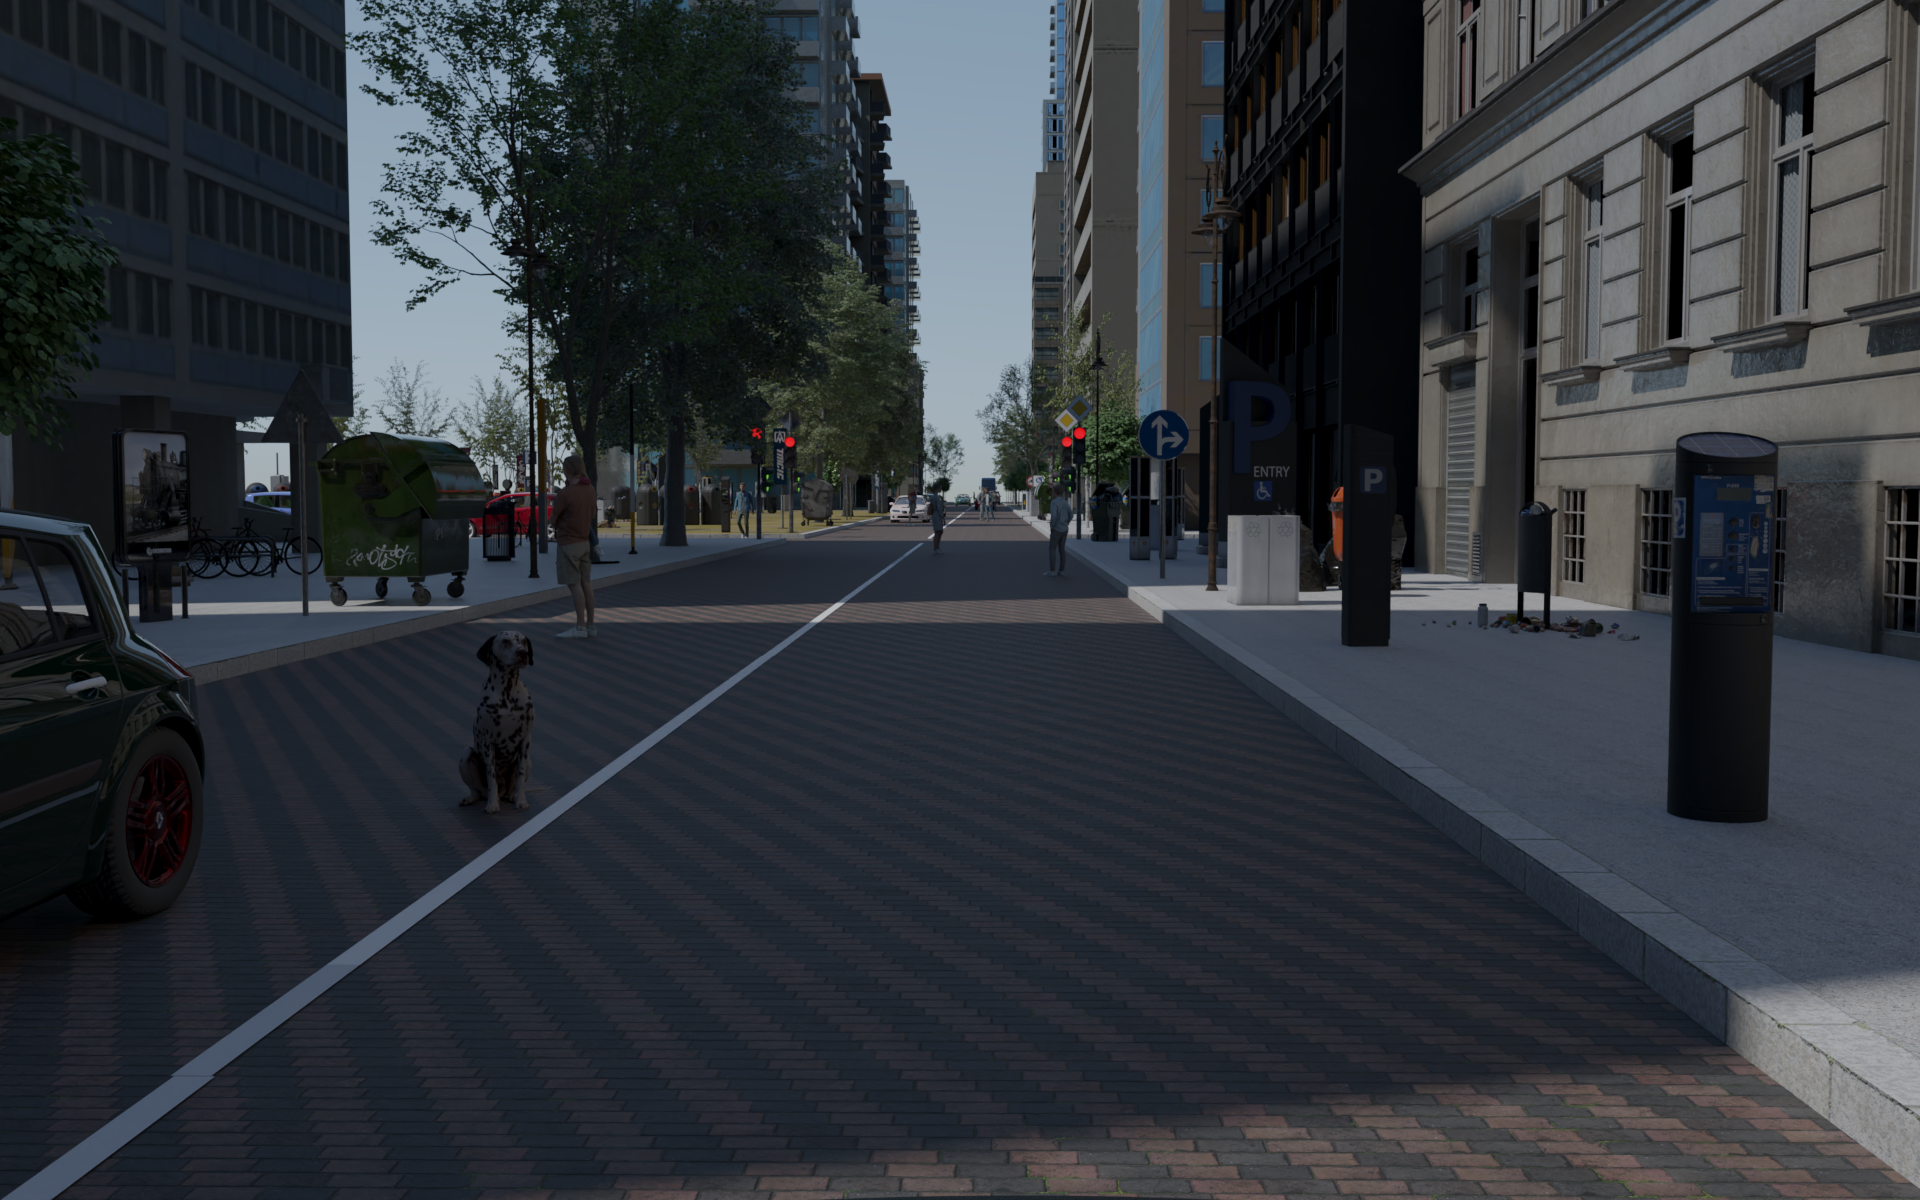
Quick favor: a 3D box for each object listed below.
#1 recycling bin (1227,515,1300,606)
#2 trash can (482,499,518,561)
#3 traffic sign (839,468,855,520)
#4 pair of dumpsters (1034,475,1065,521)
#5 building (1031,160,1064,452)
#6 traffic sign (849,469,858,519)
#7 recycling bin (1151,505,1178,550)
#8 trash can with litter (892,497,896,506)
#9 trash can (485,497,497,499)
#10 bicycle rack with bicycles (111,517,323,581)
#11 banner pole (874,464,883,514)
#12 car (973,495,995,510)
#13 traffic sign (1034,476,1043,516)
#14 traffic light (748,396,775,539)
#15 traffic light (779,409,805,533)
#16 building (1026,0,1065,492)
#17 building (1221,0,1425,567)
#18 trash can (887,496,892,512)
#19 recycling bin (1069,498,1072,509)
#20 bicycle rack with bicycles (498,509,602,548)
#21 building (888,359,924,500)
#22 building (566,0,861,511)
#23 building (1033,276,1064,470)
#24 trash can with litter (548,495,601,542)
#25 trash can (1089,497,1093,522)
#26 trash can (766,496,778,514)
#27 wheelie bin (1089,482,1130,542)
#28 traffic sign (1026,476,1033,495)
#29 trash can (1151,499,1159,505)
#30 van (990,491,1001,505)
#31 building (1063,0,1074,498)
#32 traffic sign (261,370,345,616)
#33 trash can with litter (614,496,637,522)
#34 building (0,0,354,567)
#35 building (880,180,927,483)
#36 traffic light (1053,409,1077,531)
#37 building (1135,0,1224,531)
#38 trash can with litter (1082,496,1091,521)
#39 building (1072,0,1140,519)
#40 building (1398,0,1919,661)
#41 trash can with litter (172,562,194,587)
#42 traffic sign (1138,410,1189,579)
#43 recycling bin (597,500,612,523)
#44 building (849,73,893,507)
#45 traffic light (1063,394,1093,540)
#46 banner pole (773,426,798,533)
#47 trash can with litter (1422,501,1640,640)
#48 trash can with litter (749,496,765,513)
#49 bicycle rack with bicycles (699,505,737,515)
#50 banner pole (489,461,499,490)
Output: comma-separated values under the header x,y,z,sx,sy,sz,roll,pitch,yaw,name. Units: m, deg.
x,y,z,sx,sy,sz,roll,pitch,yaw,name
3.538,-0.469,20.224,0.722,1.027,0.722,0,4,-1,recycling bin
-8.831,-1.315,33.156,0.748,1.137,0.748,0,3,0,trash can
-5.541,-5.182,84.834,0.768,2.556,0.104,0,4,8,traffic sign
4.465,-5.018,84.537,1.574,2.255,4.437,0,4,1,pair of dumpsters
21.129,-38.122,246.992,21.300,48.544,21.600,0,4,1,building
-5.599,-5.420,88.726,0.768,2.556,0.104,0,4,8,traffic sign
4.560,-1.667,39.816,0.722,1.027,0.722,2,4,28,recycling bin
-4.666,-6.934,124.754,1.055,1.170,0.624,0,4,2,trash can with litter
-20.323,-3.847,74.544,0.748,1.137,0.748,0,3,0,trash can
-11.491,-0.835,27.028,2.925,0.926,2.852,-1,4,-19,bicycle rack with bicycles
-5.123,-7.318,109.671,0.863,3.779,0.401,2,4,32,banner pole
2.259,-9.009,156.339,2.155,1.783,4.494,0,4,2,car
4.436,-5.818,97.258,0.606,2.300,0.079,1,4,10,traffic sign
-5.674,-3.671,48.938,0.839,4.253,0.868,0,4,1,traffic light
-5.538,-4.159,56.921,0.839,4.253,0.868,0,4,1,traffic light
21.810,-58.725,272.820,22.319,86.520,31.000,0,4,1,building
12.914,-12.703,37.369,12.332,23.373,15.834,0,4,1,building
-5.179,-6.838,123.456,0.748,1.137,0.748,0,3,0,trash can
7.102,-6.248,114.712,0.722,1.027,0.722,2,4,30,recycling bin
-9.869,-1.751,42.016,2.852,0.926,2.925,0,4,4,bicycle rack with bicycles
-19.184,-23.819,234.475,27.650,21.520,28.899,0,4,1,building
-20.087,-32.293,147.604,23.786,49.044,30.456,0,4,1,building
16.678,-28.018,229.797,14.160,30.474,14.107,0,4,1,building
-10.624,-2.175,46.616,1.678,1.210,2.233,0,4,1,trash can with litter
6.259,-4.115,78.930,0.748,1.137,0.748,0,3,0,trash can
-12.384,-6.266,114.096,0.748,1.137,0.748,0,3,0,trash can
3.973,-2.377,46.770,0.980,1.594,0.693,-3,5,-45,wheelie bin
4.996,-7.370,120.597,0.768,2.556,0.104,1,4,11,traffic sign
5.183,-2.234,48.172,0.748,1.137,0.748,0,3,0,trash can
4.633,-13.914,234.509,2.013,2.044,4.112,0,4,-1,van
20.061,-46.174,193.197,20.563,71.187,20.611,0,4,1,building
-6.890,-1.111,18.164,0.884,2.594,0.081,0,4,2,traffic sign
-15.179,-4.206,79.822,2.233,1.210,1.678,-1,4,-18,trash can with litter
-25.225,-20.771,31.492,23.993,40.220,32.217,0,4,1,building
-17.292,-39.365,263.229,23.786,49.044,30.456,0,4,1,building
3.473,-4.151,56.784,0.839,4.253,0.868,0,4,1,traffic light
14.366,-25.414,65.622,14.200,45.320,14.600,0,4,1,building
6.208,-4.335,82.262,0.624,1.170,1.055,-1,4,-20,trash can with litter
17.585,-29.021,98.193,21.300,48.544,21.600,0,4,1,building
14.597,-11.045,13.877,16.112,22.955,30.059,0,4,1,building
-11.076,-0.791,24.318,1.055,1.170,0.624,3,5,43,trash can with litter
3.080,-1.599,26.251,0.768,2.556,0.104,0,4,3,traffic sign
-14.208,-3.417,68.417,0.722,1.027,0.722,1,4,16,recycling bin
-18.388,-32.004,177.894,22.147,44.769,28.867,0,4,1,building
3.336,-3.662,48.800,0.839,4.253,0.868,0,4,1,traffic light
-5.834,-4.141,57.729,0.863,3.779,0.401,0,4,5,banner pole
5.468,-0.313,16.183,1.678,1.210,2.233,-1,4,-11,trash can with litter
-13.999,-6.487,117.119,1.678,1.210,2.233,2,4,26,trash can with litter
-14.578,-5.533,103.843,2.925,0.926,2.852,0,4,-2,bicycle rack with bicycles
-34.593,-8.462,128.378,0.863,3.779,0.401,-2,4,-26,banner pole
